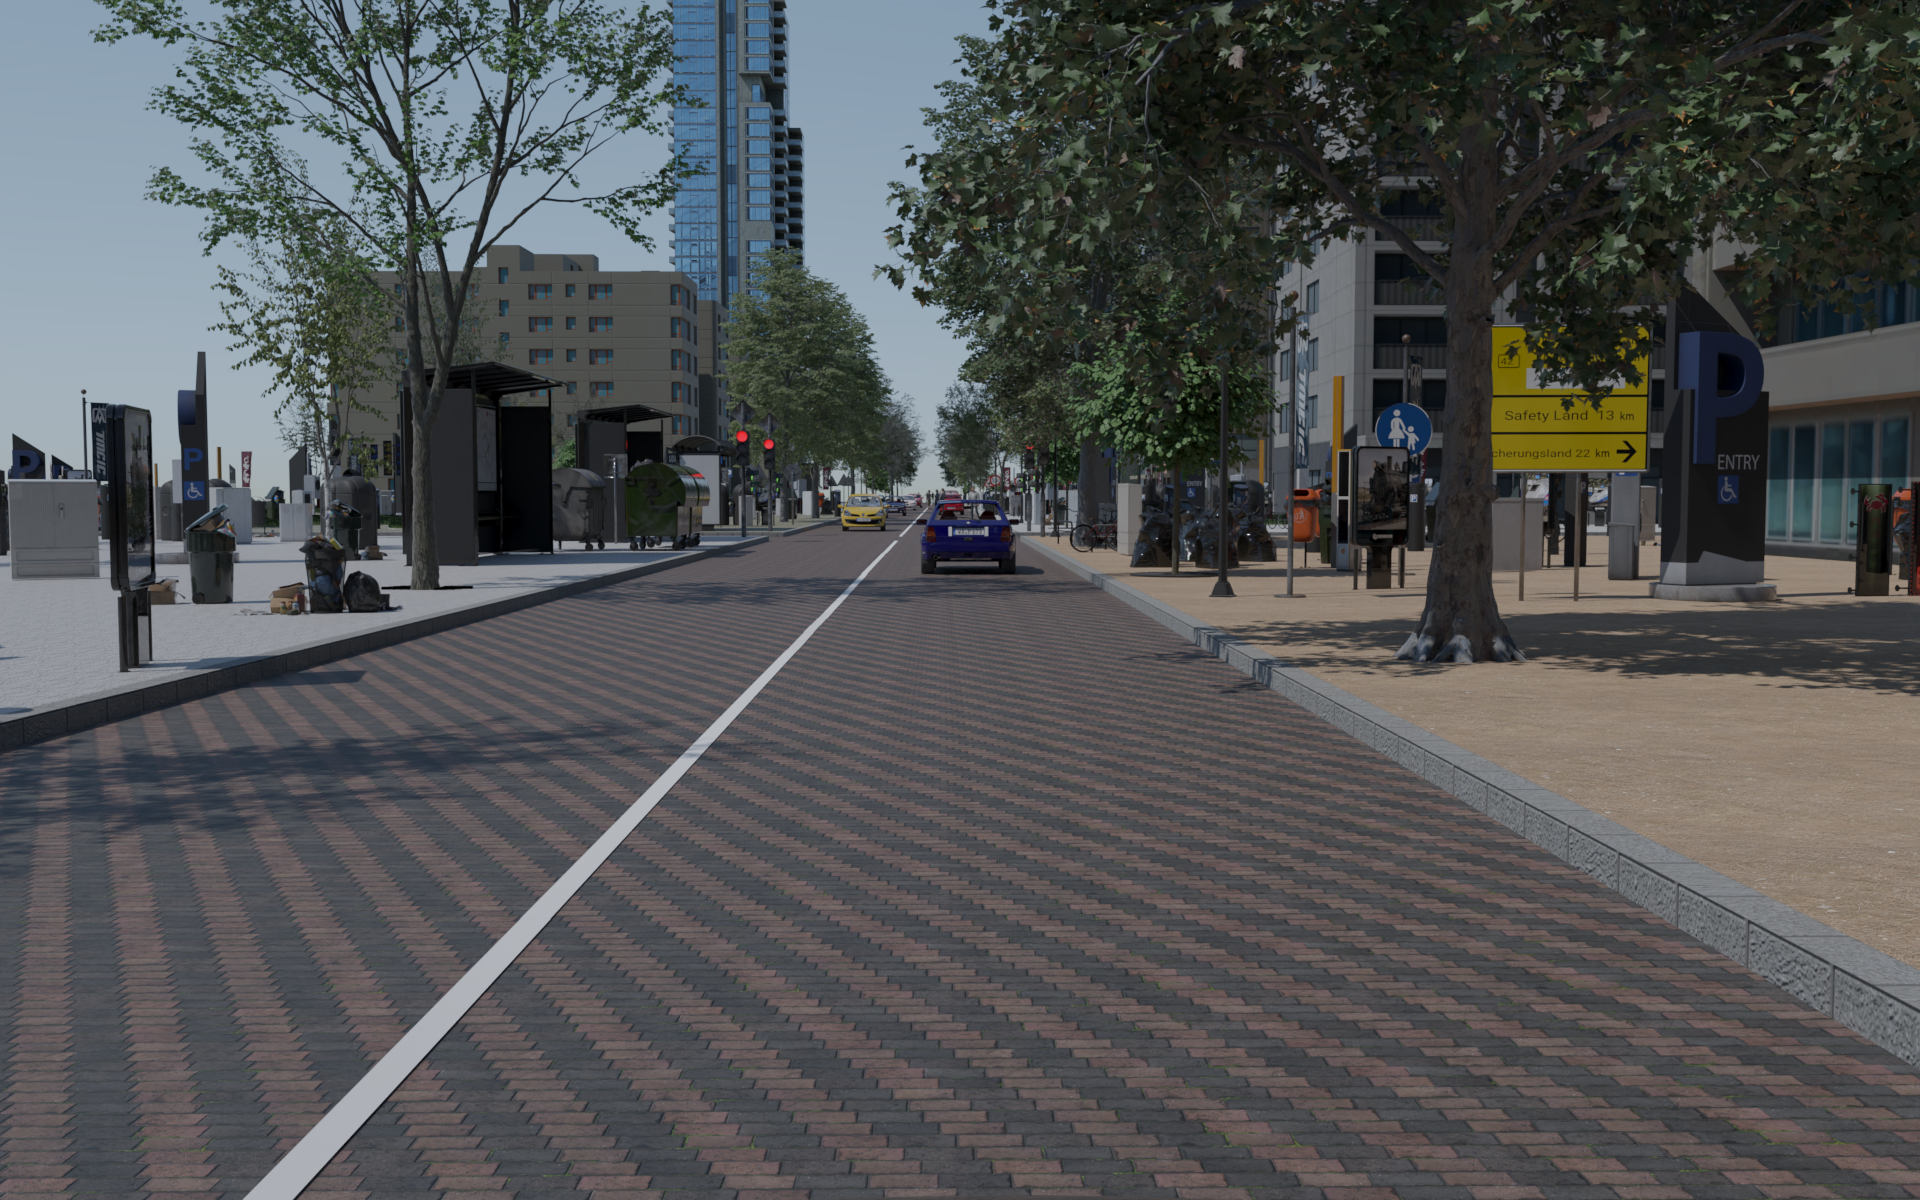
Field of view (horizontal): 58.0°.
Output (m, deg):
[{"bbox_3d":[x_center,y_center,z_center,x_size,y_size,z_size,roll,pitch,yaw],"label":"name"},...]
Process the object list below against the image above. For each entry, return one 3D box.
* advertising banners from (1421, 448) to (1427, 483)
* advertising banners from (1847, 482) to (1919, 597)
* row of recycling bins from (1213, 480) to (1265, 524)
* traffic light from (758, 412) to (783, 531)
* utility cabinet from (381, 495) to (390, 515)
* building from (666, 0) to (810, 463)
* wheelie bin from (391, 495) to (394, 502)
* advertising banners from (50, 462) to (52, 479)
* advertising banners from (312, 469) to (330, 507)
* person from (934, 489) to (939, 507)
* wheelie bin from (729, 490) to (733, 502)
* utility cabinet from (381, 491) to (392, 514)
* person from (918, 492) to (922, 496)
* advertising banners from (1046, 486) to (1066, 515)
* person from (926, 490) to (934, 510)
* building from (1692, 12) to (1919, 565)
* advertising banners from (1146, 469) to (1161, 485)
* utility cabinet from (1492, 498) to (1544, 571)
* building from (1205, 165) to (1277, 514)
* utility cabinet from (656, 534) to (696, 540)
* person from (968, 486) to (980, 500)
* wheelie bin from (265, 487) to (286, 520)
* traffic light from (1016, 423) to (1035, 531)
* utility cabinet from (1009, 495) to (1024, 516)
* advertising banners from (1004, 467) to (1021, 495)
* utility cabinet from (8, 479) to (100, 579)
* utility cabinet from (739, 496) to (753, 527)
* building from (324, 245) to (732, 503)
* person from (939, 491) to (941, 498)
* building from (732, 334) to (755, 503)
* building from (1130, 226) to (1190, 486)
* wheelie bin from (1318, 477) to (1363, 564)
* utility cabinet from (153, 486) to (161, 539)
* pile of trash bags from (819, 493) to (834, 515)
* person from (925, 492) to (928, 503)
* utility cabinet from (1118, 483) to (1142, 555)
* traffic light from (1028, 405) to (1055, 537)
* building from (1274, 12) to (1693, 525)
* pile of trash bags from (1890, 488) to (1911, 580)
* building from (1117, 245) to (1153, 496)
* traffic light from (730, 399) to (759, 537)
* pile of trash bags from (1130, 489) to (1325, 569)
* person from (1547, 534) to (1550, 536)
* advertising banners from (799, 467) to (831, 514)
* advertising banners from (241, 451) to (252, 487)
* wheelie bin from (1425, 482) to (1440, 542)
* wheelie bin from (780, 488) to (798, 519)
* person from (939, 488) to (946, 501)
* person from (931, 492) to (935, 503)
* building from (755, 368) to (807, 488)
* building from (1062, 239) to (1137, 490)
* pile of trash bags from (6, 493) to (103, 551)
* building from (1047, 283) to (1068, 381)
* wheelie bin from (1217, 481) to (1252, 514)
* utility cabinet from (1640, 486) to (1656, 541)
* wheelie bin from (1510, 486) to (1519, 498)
[{"bbox_3d":[11.018,-2.955,44.499,2.074,3.025,0.090,1,4,13],"label":"advertising banners"},{"bbox_3d":[12.144,-1.563,21.743,2.074,3.025,0.090,-1,4,-10],"label":"advertising banners"},{"bbox_3d":[8.264,-2.661,50.627,1.069,1.692,3.534,0,4,0],"label":"row of recycling bins"},{"bbox_3d":[-6.500,-4.310,59.391,0.839,4.253,0.868,0,4,-1],"label":"traffic light"},{"bbox_3d":[-31.602,-5.109,94.701,0.306,1.237,1.020,1,4,17],"label":"utility cabinet"},{"bbox_3d":[-34.833,-58.883,275.414,22.319,86.520,31.000,0,4,-1],"label":"building"},{"bbox_3d":[-27.062,-4.657,84.043,0.980,1.594,0.693,-2,4,-30],"label":"wheelie bin"},{"bbox_3d":[-48.153,-5.839,91.657,0.090,3.025,2.074,-2,4,-30],"label":"advertising banners"},{"bbox_3d":[-44.737,-7.630,120.932,2.074,3.025,0.090,-3,5,-44],"label":"advertising banners"},{"bbox_3d":[-1.795,-7.576,132.544,0.526,1.800,0.537,-2,4,-23],"label":"person"},{"bbox_3d":[-16.239,-6.851,119.914,0.980,1.594,0.693,-2,4,-29],"label":"wheelie bin"},{"bbox_3d":[-35.564,-6.036,107.373,0.318,1.500,1.173,3,5,39],"label":"utility cabinet"},{"bbox_3d":[-6.368,-15.762,266.943,1.217,1.736,0.721,0,4,-7],"label":"person"},{"bbox_3d":[5.883,-6.748,106.515,2.074,3.025,0.090,2,4,34],"label":"advertising banners"},{"bbox_3d":[-2.819,-9.290,160.390,0.705,1.824,1.348,2,4,30],"label":"person"},{"bbox_3d":[26.596,-24.603,25.959,21.300,48.544,21.600,0,4,-1],"label":"building"},{"bbox_3d":[13.872,-7.797,123.675,0.090,3.025,2.074,-2,4,-24],"label":"advertising banners"},{"bbox_3d":[9.273,-1.096,29.085,1.020,1.237,0.306,-1,4,-17],"label":"utility cabinet"},{"bbox_3d":[22.216,-20.888,113.215,14.160,30.474,14.107,0,4,-1],"label":"building"},{"bbox_3d":[-7.855,-2.393,47.808,0.318,1.500,1.173,3,5,41],"label":"utility cabinet"},{"bbox_3d":[0.744,-4.931,88.960,0.661,1.843,0.795,2,4,25],"label":"person"},{"bbox_3d":[-28.724,-3.964,72.716,0.693,1.594,0.980,-3,5,-45],"label":"wheelie bin"},{"bbox_3d":[2.361,-4.317,59.504,0.839,4.253,0.868,0,4,-1],"label":"traffic light"},{"bbox_3d":[3.420,-5.552,101.933,1.020,1.237,0.306,-1,4,-22],"label":"utility cabinet"},{"bbox_3d":[3.779,-7.079,111.927,2.074,3.025,0.090,0,4,6],"label":"advertising banners"},{"bbox_3d":[-13.622,-1.062,26.047,1.173,1.500,0.318,-2,4,-31],"label":"utility cabinet"},{"bbox_3d":[-8.460,-3.498,68.360,0.306,1.237,1.020,-1,4,-23],"label":"utility cabinet"},{"bbox_3d":[-35.482,-18.582,148.848,27.650,21.520,28.899,0,4,-1],"label":"building"},{"bbox_3d":[-2.392,-11.794,201.862,0.617,1.759,0.750,3,4,37],"label":"person"},{"bbox_3d":[-36.737,-20.345,177.688,27.650,21.520,28.899,0,4,-1],"label":"building"},{"bbox_3d":[27.148,-30.328,150.489,22.147,44.769,28.867,0,4,-1],"label":"building"},{"bbox_3d":[6.996,-1.461,31.791,0.980,1.594,0.693,3,5,43],"label":"wheelie bin"},{"bbox_3d":[-22.957,-2.475,49.141,1.173,1.500,0.318,3,4,38],"label":"utility cabinet"},{"bbox_3d":[-8.764,-6.004,107.920,1.912,1.369,3.447,0,4,0],"label":"pile of trash bags"},{"bbox_3d":[-5.392,-16.809,283.416,1.350,1.814,0.705,-2,4,-31],"label":"person"},{"bbox_3d":[3.581,-1.697,36.425,0.318,1.500,1.173,0,4,-5],"label":"utility cabinet"},{"bbox_3d":[2.448,-3.829,51.519,0.839,4.253,0.868,0,4,-1],"label":"traffic light"},{"bbox_3d":[27.036,-39.268,80.281,20.611,71.187,20.563,0,4,-1],"label":"building"},{"bbox_3d":[14.972,-0.995,26.019,1.912,1.369,3.447,0,4,1],"label":"pile of trash bags"},{"bbox_3d":[26.976,-53.037,179.823,22.319,86.520,31.000,0,4,-1],"label":"building"},{"bbox_3d":[-6.412,-3.822,51.406,0.839,4.253,0.868,0,4,-1],"label":"traffic light"},{"bbox_3d":[4.624,-1.263,30.404,3.447,1.369,1.912,2,4,25],"label":"pile of trash bags"},{"bbox_3d":[18.653,-2.742,55.140,0.589,1.601,0.330,-2,4,-28],"label":"person"},{"bbox_3d":[-9.287,-7.028,111.100,2.074,3.025,0.090,-1,4,-19],"label":"advertising banners"},{"bbox_3d":[-29.791,-4.565,70.820,2.074,3.025,0.090,1,4,16],"label":"advertising banners"},{"bbox_3d":[12.749,-2.327,45.952,0.693,1.594,0.980,-1,4,-12],"label":"wheelie bin"},{"bbox_3d":[-8.702,-4.880,87.702,0.980,1.594,0.693,-3,5,-40],"label":"wheelie bin"},{"bbox_3d":[-1.166,-5.803,103.651,0.573,1.790,0.520,2,4,23],"label":"person"},{"bbox_3d":[-4.551,-17.206,289.919,1.348,1.812,0.705,0,4,-2],"label":"person"},{"bbox_3d":[-36.582,-24.561,246.603,27.650,21.520,28.899,0,4,-1],"label":"building"},{"bbox_3d":[26.678,-38.928,256.086,23.786,49.044,30.456,0,4,-1],"label":"building"},{"bbox_3d":[-21.299,-1.841,39.846,3.447,1.369,1.912,1,4,11],"label":"pile of trash bags"},{"bbox_3d":[24.630,-40.304,282.667,21.300,48.544,21.600,0,4,-1],"label":"building"},{"bbox_3d":[6.891,-2.182,43.576,0.980,1.594,0.693,3,5,43],"label":"wheelie bin"},{"bbox_3d":[18.316,-2.341,46.947,1.173,1.500,0.318,-2,4,-24],"label":"utility cabinet"},{"bbox_3d":[32.510,-5.658,100.411,0.980,1.594,0.693,-3,4,-37],"label":"wheelie bin"}]
